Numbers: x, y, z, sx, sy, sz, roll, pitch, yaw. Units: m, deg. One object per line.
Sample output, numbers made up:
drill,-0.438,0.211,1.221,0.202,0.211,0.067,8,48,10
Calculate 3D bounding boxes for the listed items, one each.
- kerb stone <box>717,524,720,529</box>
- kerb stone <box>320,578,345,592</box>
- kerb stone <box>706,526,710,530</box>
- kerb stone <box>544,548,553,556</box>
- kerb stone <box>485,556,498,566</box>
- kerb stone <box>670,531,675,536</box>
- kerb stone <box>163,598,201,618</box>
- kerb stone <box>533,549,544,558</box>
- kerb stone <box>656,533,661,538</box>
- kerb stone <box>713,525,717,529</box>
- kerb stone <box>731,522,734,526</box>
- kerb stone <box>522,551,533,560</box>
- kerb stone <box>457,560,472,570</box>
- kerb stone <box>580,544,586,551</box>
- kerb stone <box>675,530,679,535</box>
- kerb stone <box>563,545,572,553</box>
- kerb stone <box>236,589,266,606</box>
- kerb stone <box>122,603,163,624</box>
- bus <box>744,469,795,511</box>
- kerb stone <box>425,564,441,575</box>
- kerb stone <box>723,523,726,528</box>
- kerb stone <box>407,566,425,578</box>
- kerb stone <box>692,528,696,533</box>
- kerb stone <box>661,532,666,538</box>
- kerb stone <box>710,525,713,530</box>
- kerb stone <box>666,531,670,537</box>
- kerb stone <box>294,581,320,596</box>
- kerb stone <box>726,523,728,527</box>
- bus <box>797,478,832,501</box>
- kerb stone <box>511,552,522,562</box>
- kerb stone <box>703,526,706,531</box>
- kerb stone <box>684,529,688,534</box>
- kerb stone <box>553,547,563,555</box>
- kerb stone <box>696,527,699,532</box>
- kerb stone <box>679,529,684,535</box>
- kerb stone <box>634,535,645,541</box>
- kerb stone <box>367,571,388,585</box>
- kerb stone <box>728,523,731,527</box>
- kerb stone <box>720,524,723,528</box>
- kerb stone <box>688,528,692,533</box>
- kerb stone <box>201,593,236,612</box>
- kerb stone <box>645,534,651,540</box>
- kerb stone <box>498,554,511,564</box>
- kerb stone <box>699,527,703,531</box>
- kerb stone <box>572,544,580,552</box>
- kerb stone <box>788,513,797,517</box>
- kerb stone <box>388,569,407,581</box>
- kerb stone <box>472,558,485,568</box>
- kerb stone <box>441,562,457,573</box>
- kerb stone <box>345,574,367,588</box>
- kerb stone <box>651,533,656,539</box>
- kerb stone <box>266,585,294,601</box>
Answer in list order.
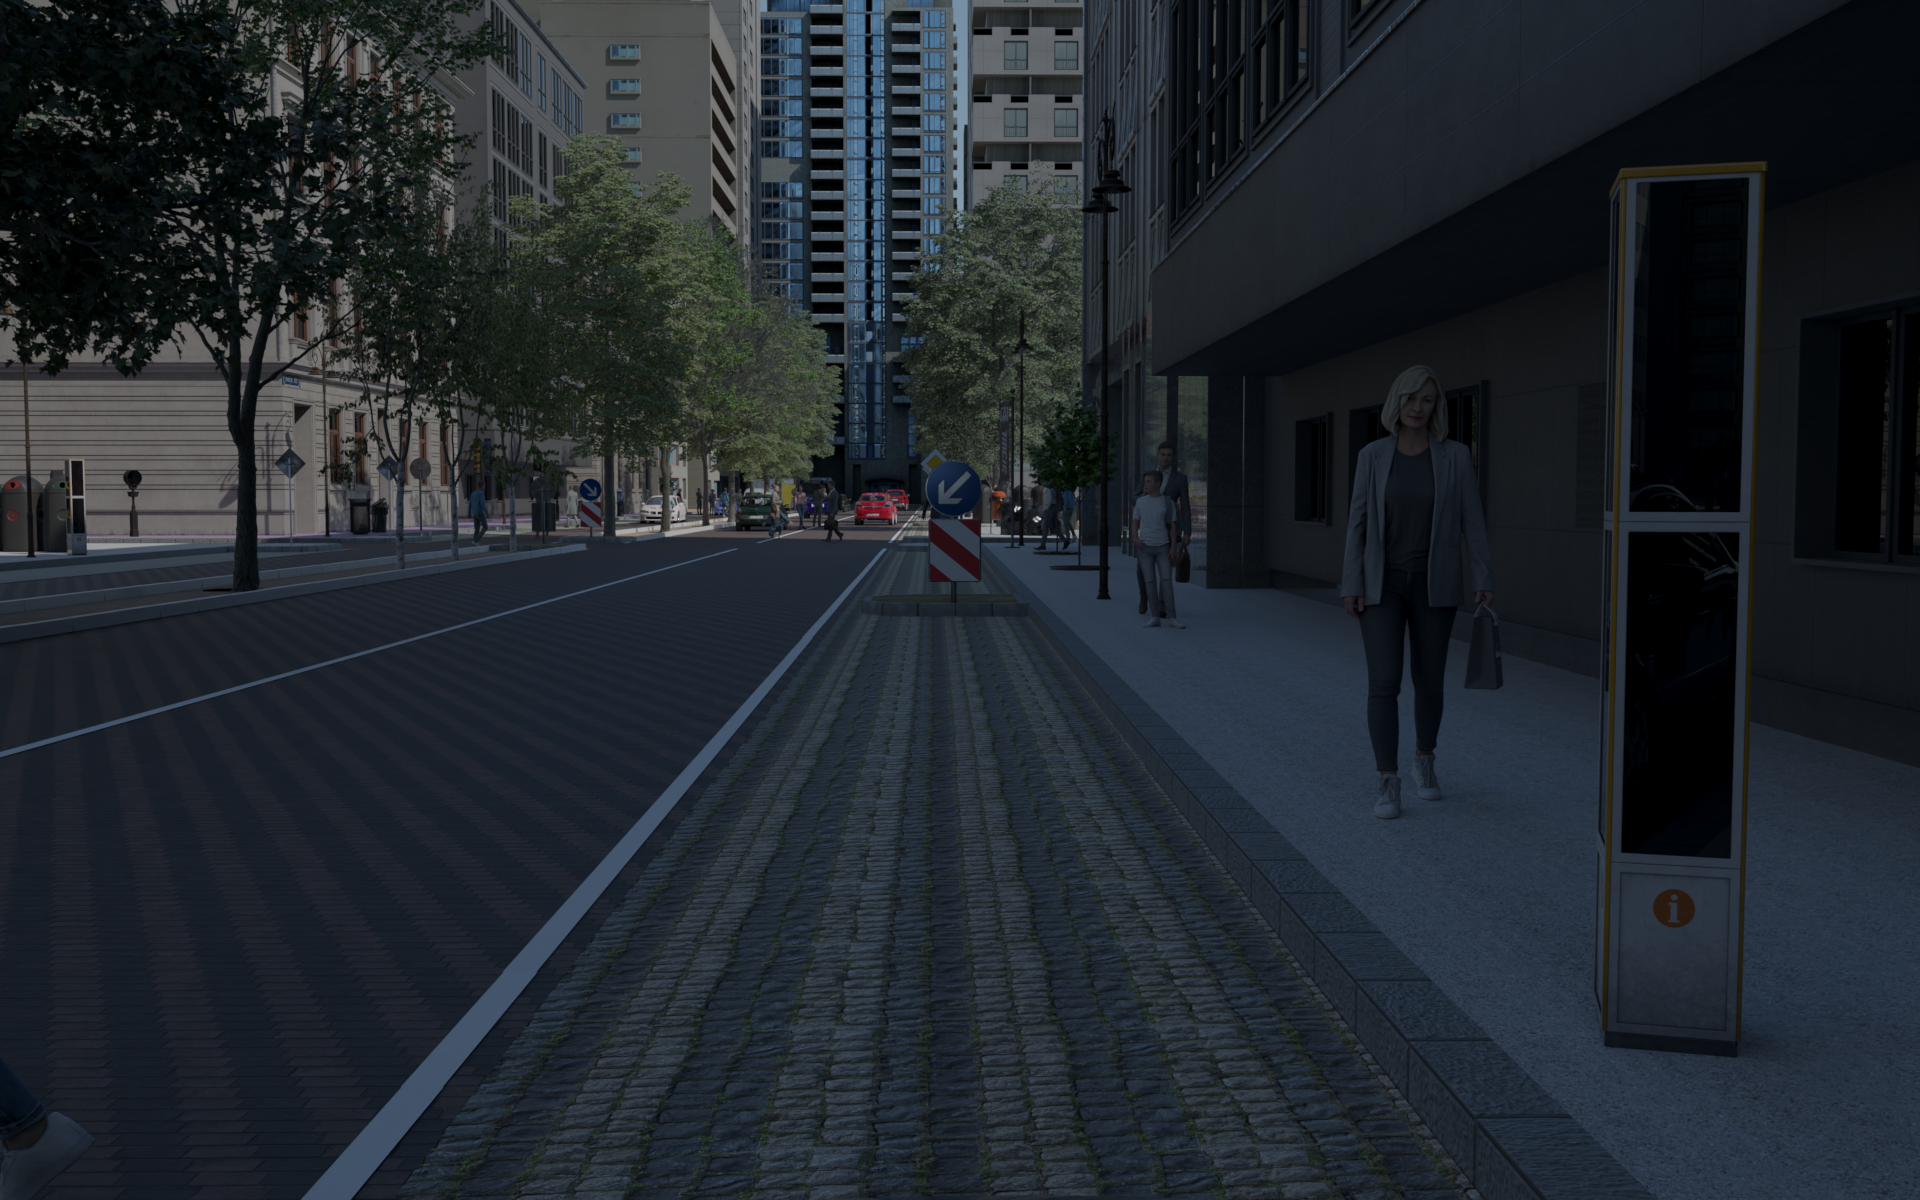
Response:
kerb stone,-10.120,-3.004,71.311,0.120,0.150,1.000,0,4,-1
kerb stone,-9.389,-0.211,25.676,0.120,0.150,1.000,0,4,-1
kerb stone,-10.071,-2.816,68.242,0.120,0.150,1.000,0,4,-1
kerb stone,-9.629,-1.090,40.023,0.120,0.150,1.000,0,4,-1
kerb stone,-9.542,-0.775,34.896,0.120,0.150,1.000,0,4,-1
kerb stone,-9.926,-2.250,59.013,0.120,0.150,1.000,0,4,-1
kerb stone,-9.307,0.102,20.541,0.120,0.150,1.000,0,4,-1
kerb stone,-9.599,-1.028,39.001,0.120,0.150,1.000,0,4,-1
kerb stone,-9.877,-2.063,55.931,0.120,0.150,1.000,0,4,-1
kerb stone,-10.100,-2.942,70.289,0.120,0.150,1.000,0,4,-1
kerb stone,-10.214,-3.315,76.432,0.120,0.150,1.000,0,4,-1
kerb stone,-9.588,-0.965,37.979,0.120,0.150,1.000,0,4,-1
kerb stone,-9.506,-0.651,32.845,0.120,0.150,1.000,0,4,-1
kerb stone,-9.688,-1.341,44.113,0.120,0.150,1.000,0,4,-1
kerb stone,-9.949,-2.314,60.041,0.120,0.150,1.000,0,4,-1
kerb stone,-9.649,-1.211,42.070,0.120,0.150,1.000,0,4,-1
kerb stone,-9.336,-0.020,22.595,0.120,0.150,1.000,0,4,-1
kerb stone,-9.297,0.165,19.514,0.120,0.150,1.000,0,4,-1
bus,-15.222,-9.093,140.222,2.896,3.916,12.252,0,4,1
kerb stone,-9.473,-0.523,30.801,0.120,0.150,1.000,0,4,-1
kerb stone,-10.159,-3.126,73.356,0.120,0.150,1.000,0,4,-1
kerb stone,-9.455,-0.460,29.775,0.120,0.150,1.000,0,4,-1
kerb stone,-10.008,-2.561,64.140,0.120,0.150,1.000,0,4,-1
kerb stone,-9.896,-2.127,56.969,0.120,0.150,1.000,0,4,-1
kerb stone,-10.093,-2.877,69.266,0.120,0.150,1.000,0,4,-1
kerb stone,-9.917,-2.189,57.991,0.120,0.150,1.000,0,4,-1
kerb stone,-9.376,-0.149,24.643,0.120,0.150,1.000,0,4,-1
kerb stone,-10.178,-3.190,74.385,0.120,0.150,1.000,0,4,-1
bus,-15.757,-11.959,190.383,2.948,3.499,13.247,0,4,1
kerb stone,-9.572,-0.902,36.947,0.120,0.150,1.000,0,4,-1
kerb stone,-10.062,-2.753,67.210,0.120,0.150,1.000,0,4,-1
kerb stone,-9.970,-2.439,62.092,0.120,0.150,1.000,0,4,-1
kerb stone,-9.637,-1.153,41.045,0.120,0.150,1.000,0,4,-1
kerb stone,-10.033,-2.628,65.162,0.120,0.150,1.000,0,4,-1
kerb stone,-9.965,-2.372,61.070,0.120,0.150,1.000,0,4,-1
kerb stone,-9.833,-1.871,52.855,0.120,0.150,1.000,0,4,-1
kerb stone,-9.420,-0.338,27.727,0.120,0.150,1.000,0,4,-1
kerb stone,-10.196,-3.255,75.410,0.120,0.150,1.000,0,4,-1
kerb stone,-10.143,-3.067,72.334,0.120,0.150,1.000,0,4,-1
kerb stone,-9.993,-2.500,63.118,0.120,0.150,1.000,0,4,-1
kerb stone,-9.319,0.038,21.573,0.120,0.150,1.000,0,4,-1
kerb stone,-9.845,-1.938,53.883,0.120,0.150,1.000,0,4,-1
kerb stone,-9.554,-0.839,35.918,0.120,0.150,1.000,0,4,-1
kerb stone,-10.042,-2.688,66.188,0.120,0.150,1.000,0,4,-1
kerb stone,-9.671,-1.278,43.091,0.120,0.150,1.000,0,4,-1
kerb stone,-10.767,-5.449,111.289,0.120,0.150,1.000,0,4,-1
kerb stone,-9.443,-0.401,28.753,0.120,0.150,1.000,0,4,-1
kerb stone,-9.525,-0.710,33.874,0.120,0.150,1.000,0,4,-1
kerb stone,-9.481,-0.580,31.824,0.120,0.150,1.000,0,4,-1
kerb stone,-9.410,-0.272,26.706,0.120,0.150,1.000,0,4,-1
kerb stone,-9.860,-2.001,54.906,0.120,0.150,1.000,0,4,-1
kerb stone,-9.356,-0.087,23.617,0.120,0.150,1.000,0,4,-1
